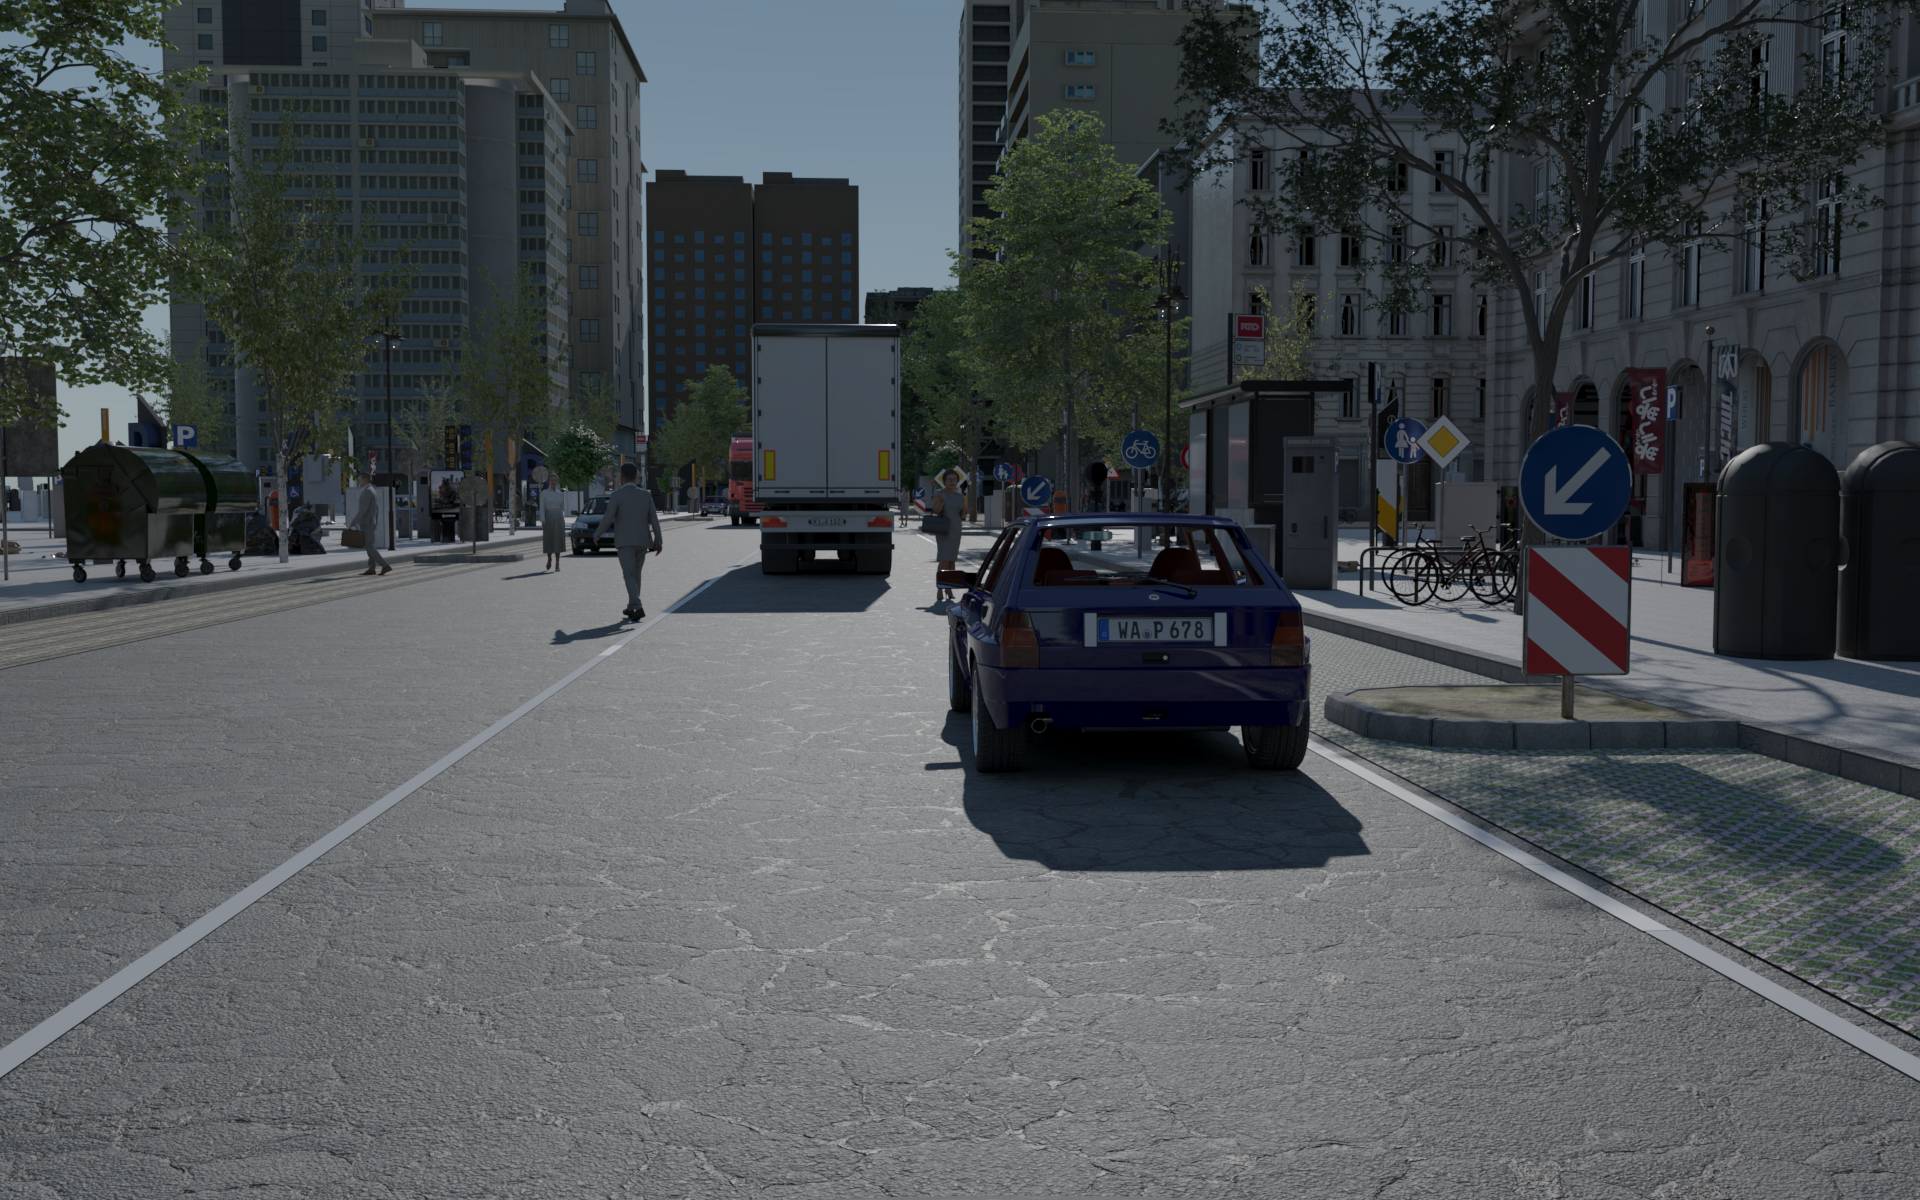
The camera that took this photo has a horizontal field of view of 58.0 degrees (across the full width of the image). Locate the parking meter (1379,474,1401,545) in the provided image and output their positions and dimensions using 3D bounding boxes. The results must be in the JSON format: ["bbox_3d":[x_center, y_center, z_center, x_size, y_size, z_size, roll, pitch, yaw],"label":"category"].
[{"bbox_3d":[10.791,-2.299,43.306,0.399,1.863,0.255,0,4,-5],"label":"parking meter"}]

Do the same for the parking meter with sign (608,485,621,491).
[{"bbox_3d":[-23.689,-7.589,120.345,1.738,3.016,0.543,1,4,17],"label":"parking meter with sign"}]

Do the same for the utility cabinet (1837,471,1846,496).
[{"bbox_3d":[8.161,-0.513,17.062,0.318,1.500,1.173,-1,4,-17],"label":"utility cabinet"}]

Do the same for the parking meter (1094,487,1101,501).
[{"bbox_3d":[9.037,-6.602,113.658,0.399,1.863,0.255,2,4,29],"label":"parking meter"}]

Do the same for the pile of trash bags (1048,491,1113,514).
[{"bbox_3d":[3.090,-2.404,49.063,1.912,1.369,3.447,1,4,12],"label":"pile of trash bags"}]

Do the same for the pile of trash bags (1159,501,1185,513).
[{"bbox_3d":[7.614,-2.684,53.640,3.447,1.369,1.912,-2,4,-35],"label":"pile of trash bags"}]

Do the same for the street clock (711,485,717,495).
[{"bbox_3d":[-20.098,-8.374,141.476,0.358,2.002,0.471,2,4,29],"label":"street clock"}]

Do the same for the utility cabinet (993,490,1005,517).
[{"bbox_3d":[2.409,-5.242,94.381,1.173,1.500,0.318,0,4,4],"label":"utility cabinet"}]

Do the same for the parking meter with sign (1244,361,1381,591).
[{"bbox_3d":[4.713,-1.652,23.264,1.738,3.016,0.543,1,4,22],"label":"parking meter with sign"}]

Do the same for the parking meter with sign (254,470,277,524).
[{"bbox_3d":[-29.991,-4.821,75.081,1.738,3.016,0.543,-2,4,-28],"label":"parking meter with sign"}]

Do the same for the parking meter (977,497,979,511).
[{"bbox_3d":[1.290,-7.571,129.496,0.399,1.863,0.255,-1,4,-18],"label":"parking meter"}]

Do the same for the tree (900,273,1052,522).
[{"bbox_3d":[0.756,-9.448,80.222,9.928,11.665,9.643,0,3,0],"label":"tree"}]

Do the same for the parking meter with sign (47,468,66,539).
[{"bbox_3d":[-26.155,-3.328,50.677,0.543,3.016,1.738,0,4,5],"label":"parking meter with sign"}]

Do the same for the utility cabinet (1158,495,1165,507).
[{"bbox_3d":[10.118,-4.740,88.658,0.306,1.237,1.020,-3,4,-38],"label":"utility cabinet"}]

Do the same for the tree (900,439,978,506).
[{"bbox_3d":[-0.674,-7.210,101.591,4.285,4.588,4.351,0,3,0],"label":"tree"}]

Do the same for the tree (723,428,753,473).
[{"bbox_3d":[-24.921,-15.141,197.912,4.360,8.622,3.978,0,3,0],"label":"tree"}]

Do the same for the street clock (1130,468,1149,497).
[{"bbox_3d":[4.789,-2.547,46.214,0.471,2.002,0.358,1,4,14],"label":"street clock"}]

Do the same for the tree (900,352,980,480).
[{"bbox_3d":[-3.069,-13.381,135.789,9.611,12.733,9.660,0,3,0],"label":"tree"}]

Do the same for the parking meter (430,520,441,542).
[{"bbox_3d":[-13.996,-2.487,46.368,0.399,1.863,0.255,3,4,38],"label":"parking meter"}]

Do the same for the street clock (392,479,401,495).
[{"bbox_3d":[-27.842,-4.953,85.551,0.471,2.002,0.358,-1,4,-12],"label":"street clock"}]

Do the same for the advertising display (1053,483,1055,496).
[{"bbox_3d":[4.955,-5.709,98.559,0.974,1.923,0.123,-2,4,-32],"label":"advertising display"}]

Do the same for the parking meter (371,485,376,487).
[{"bbox_3d":[-15.642,-2.288,45.823,0.372,1.533,0.369,0,3,0],"label":"parking meter"}]

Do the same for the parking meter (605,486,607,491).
[{"bbox_3d":[-22.100,-6.228,107.543,0.399,1.863,0.255,3,5,40],"label":"parking meter"}]

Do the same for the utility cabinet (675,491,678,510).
[{"bbox_3d":[-21.873,-7.703,134.627,0.318,1.500,1.173,-2,4,-31],"label":"utility cabinet"}]

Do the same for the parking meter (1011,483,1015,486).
[{"bbox_3d":[2.856,-5.280,92.045,0.255,1.863,0.399,0,4,0],"label":"parking meter"}]

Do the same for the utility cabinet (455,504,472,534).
[{"bbox_3d":[-15.941,-2.757,56.238,1.020,1.237,0.306,0,4,-2],"label":"utility cabinet"}]

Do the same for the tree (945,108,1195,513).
[{"bbox_3d":[3.010,-8.189,52.022,7.486,12.596,7.792,0,3,0],"label":"tree"}]

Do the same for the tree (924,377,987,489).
[{"bbox_3d":[-0.421,-9.738,109.574,4.737,8.622,4.395,0,3,0],"label":"tree"}]

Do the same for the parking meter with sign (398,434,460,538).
[{"bbox_3d":[-15.491,-3.317,50.494,1.738,3.016,0.543,-1,4,-10],"label":"parking meter with sign"}]

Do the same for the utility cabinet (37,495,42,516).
[{"bbox_3d":[-53.215,-5.422,99.812,1.020,1.237,0.306,2,4,31],"label":"utility cabinet"}]

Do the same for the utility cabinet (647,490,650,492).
[{"bbox_3d":[-18.148,-5.466,98.053,1.173,1.500,0.318,0,4,6],"label":"utility cabinet"}]

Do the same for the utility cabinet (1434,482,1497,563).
[{"bbox_3d":[9.391,-1.437,32.180,1.173,1.500,0.318,-1,4,-22],"label":"utility cabinet"}]

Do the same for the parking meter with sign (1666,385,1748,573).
[{"bbox_3d":[12.346,-1.938,27.952,1.738,3.016,0.543,0,4,5],"label":"parking meter with sign"}]

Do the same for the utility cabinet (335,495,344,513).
[{"bbox_3d":[-42.050,-6.526,117.854,1.020,1.237,0.306,1,4,17],"label":"utility cabinet"}]

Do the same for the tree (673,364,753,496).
[{"bbox_3d":[-21.151,-14.230,150.788,7.486,12.596,7.792,0,3,0],"label":"tree"}]

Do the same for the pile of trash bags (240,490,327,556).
[{"bbox_3d":[-14.826,-1.705,37.635,1.912,1.369,3.447,-1,4,-22],"label":"pile of trash bags"}]

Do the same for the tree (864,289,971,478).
[{"bbox_3d":[-5.148,-18.637,160.608,12.611,20.169,13.585,0,3,0],"label":"tree"}]

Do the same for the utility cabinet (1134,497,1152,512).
[{"bbox_3d":[4.201,-1.748,39.740,0.306,1.237,1.020,0,4,-2],"label":"utility cabinet"}]

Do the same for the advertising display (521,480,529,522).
[{"bbox_3d":[-19.908,-4.534,79.348,0.123,1.923,0.974,-2,4,-28],"label":"advertising display"}]

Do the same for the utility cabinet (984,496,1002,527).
[{"bbox_3d":[1.294,-3.482,68.089,0.306,1.237,1.020,2,4,27],"label":"utility cabinet"}]

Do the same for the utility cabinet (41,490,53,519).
[{"bbox_3d":[-46.836,-4.949,89.595,1.173,1.500,0.318,-3,4,-38],"label":"utility cabinet"}]

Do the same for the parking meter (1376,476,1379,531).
[{"bbox_3d":[13.850,-3.159,57.368,0.399,1.863,0.255,-2,4,-29],"label":"parking meter"}]

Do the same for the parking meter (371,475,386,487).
[{"bbox_3d":[-17.431,-2.832,52.018,0.399,1.863,0.255,-3,4,-38],"label":"parking meter"}]

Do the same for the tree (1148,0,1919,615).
[{"bbox_3d":[5.906,-5.099,17.783,8.767,10.594,7.601,1,4,18],"label":"tree"}]

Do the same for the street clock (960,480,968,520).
[{"bbox_3d":[0.170,-4.944,85.402,0.358,2.002,0.471,2,4,28],"label":"street clock"}]

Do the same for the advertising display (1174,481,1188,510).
[{"bbox_3d":[11.277,-5.009,87.108,0.123,1.923,0.974,-3,5,-40],"label":"advertising display"}]

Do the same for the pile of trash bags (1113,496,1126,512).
[{"bbox_3d":[8.146,-5.501,99.688,1.912,1.369,3.447,-2,4,-30],"label":"pile of trash bags"}]

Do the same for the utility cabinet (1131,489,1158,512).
[{"bbox_3d":[7.600,-3.831,71.314,1.173,1.500,0.318,3,5,44],"label":"utility cabinet"}]

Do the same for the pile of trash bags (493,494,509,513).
[{"bbox_3d":[-32.397,-6.832,121.459,1.912,1.369,3.447,-3,4,-37],"label":"pile of trash bags"}]

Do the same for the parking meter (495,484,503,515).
[{"bbox_3d":[-26.891,-5.826,100.965,0.399,1.863,0.255,-3,5,-41],"label":"parking meter"}]

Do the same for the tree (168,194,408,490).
[{"bbox_3d":[-16.659,-5.670,43.074,4.360,8.622,3.978,0,3,0],"label":"tree"}]

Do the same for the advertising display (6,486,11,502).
[{"bbox_3d":[-73.006,-7.766,132.193,0.974,1.923,0.123,-2,4,-34],"label":"advertising display"}]

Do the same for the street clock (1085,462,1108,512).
[{"bbox_3d":[3.085,-2.118,39.206,0.471,2.002,0.358,-2,4,-24],"label":"street clock"}]

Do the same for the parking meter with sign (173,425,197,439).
[{"bbox_3d":[-19.902,-2.950,44.499,0.543,3.016,1.738,-2,4,-26],"label":"parking meter with sign"}]
